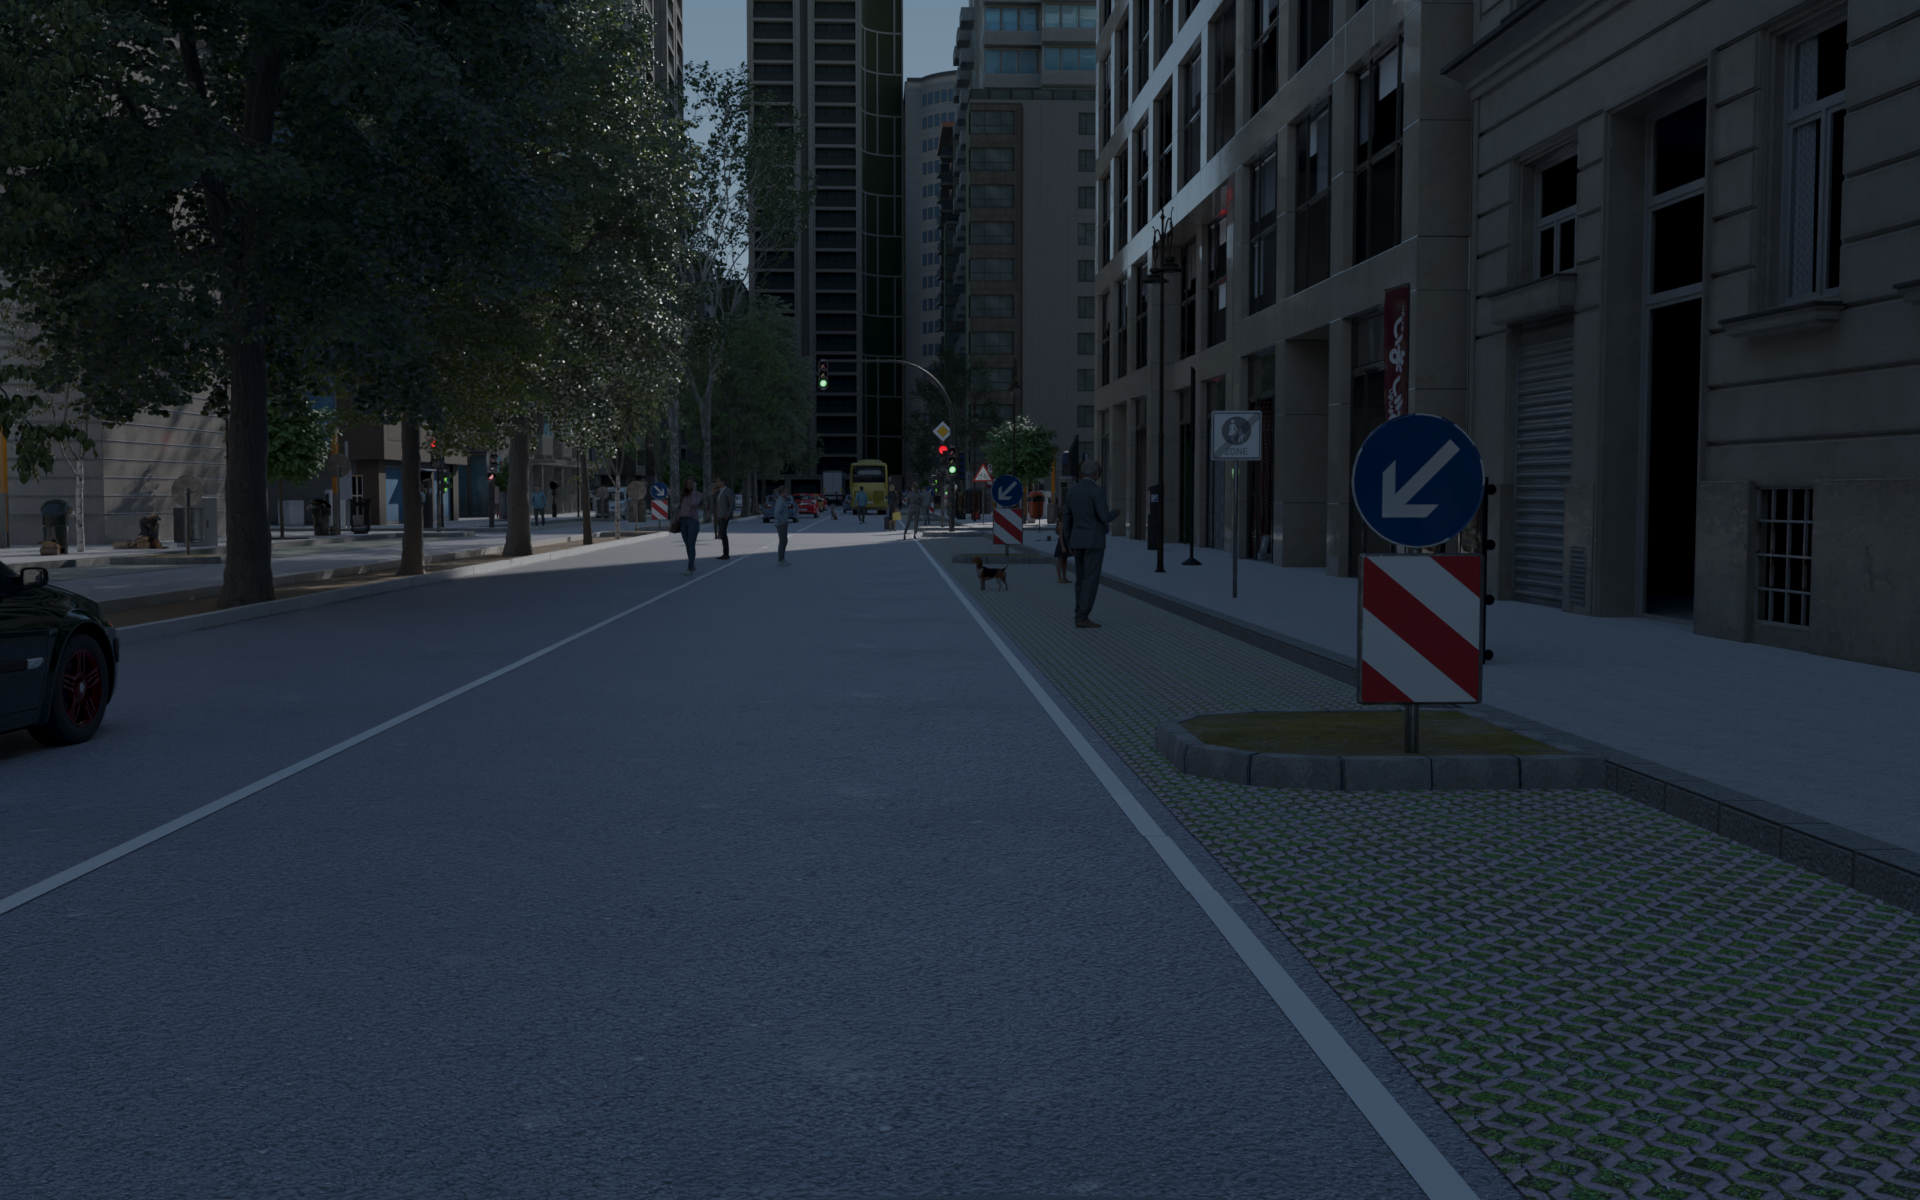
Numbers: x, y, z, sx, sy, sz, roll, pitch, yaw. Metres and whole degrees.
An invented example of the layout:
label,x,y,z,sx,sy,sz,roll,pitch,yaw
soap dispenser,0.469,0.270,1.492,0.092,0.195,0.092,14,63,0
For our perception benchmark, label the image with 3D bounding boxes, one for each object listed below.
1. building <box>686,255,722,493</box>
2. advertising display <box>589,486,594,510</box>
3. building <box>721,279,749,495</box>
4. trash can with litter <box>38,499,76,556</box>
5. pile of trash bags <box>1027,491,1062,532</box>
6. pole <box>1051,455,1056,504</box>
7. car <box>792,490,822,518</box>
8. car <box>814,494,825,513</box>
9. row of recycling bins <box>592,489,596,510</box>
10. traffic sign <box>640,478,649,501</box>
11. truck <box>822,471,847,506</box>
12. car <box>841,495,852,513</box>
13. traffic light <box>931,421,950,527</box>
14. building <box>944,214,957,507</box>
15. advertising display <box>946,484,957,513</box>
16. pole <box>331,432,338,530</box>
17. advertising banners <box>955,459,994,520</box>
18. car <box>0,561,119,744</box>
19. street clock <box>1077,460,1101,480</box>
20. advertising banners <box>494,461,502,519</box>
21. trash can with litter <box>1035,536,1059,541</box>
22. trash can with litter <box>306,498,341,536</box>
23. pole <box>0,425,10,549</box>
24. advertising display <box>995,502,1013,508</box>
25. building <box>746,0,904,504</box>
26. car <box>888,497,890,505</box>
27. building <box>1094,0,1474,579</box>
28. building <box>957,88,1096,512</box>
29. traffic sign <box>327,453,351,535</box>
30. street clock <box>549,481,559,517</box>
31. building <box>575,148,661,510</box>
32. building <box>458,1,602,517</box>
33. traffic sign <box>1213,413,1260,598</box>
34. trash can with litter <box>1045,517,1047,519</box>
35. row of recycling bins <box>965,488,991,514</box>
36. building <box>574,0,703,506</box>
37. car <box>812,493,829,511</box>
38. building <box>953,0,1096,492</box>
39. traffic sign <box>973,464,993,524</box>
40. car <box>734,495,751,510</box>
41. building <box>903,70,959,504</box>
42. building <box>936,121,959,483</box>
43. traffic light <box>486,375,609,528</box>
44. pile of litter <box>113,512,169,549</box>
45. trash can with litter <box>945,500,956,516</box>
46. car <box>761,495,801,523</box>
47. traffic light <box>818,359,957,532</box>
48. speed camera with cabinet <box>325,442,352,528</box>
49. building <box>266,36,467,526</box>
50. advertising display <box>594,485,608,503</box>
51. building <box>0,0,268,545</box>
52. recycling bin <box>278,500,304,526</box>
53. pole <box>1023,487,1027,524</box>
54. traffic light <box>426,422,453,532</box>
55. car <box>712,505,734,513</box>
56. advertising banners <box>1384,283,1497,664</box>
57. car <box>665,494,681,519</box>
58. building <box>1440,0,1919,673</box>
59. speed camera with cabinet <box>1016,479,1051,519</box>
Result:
label,x,y,z,sx,sy,sz,roll,pitch,yaw
building,-36.743,-26.663,207.644,14.107,30.474,14.160,0,4,-3
advertising display,-28.971,-8.017,136.283,0.123,1.923,0.974,3,5,43
building,-35.537,-28.208,232.899,14.107,30.474,14.160,0,4,-3
trash can with litter,-19.048,-1.536,36.500,0.624,1.170,1.055,-1,4,-18
pile of trash bags,3.859,-3.001,58.818,3.447,1.369,1.912,-2,4,-24
pole,4.055,-4.975,75.185,0.158,3.312,0.155,0,3,0
car,-9.417,-5.824,104.259,2.155,1.783,4.494,0,4,-3
car,-11.560,-7.606,134.585,2.015,1.641,3.980,0,4,-1
row of recycling bins,-26.574,-7.645,132.115,3.534,1.692,1.069,2,4,28
traffic sign,-22.333,-7.398,122.149,0.795,2.450,0.064,0,4,-1
truck,-15.431,-13.718,213.202,2.839,4.237,11.283,0,4,-2
car,-8.042,-7.336,131.953,2.014,1.417,4.499,0,4,-4
traffic light,-0.681,-4.769,66.899,0.839,4.253,0.868,0,4,-3
building,5.283,-25.013,180.656,14.160,30.474,14.107,0,4,-3
advertising display,-0.546,-6.718,115.060,0.974,1.923,0.123,-3,5,-39
pole,-19.935,-3.758,55.283,0.158,3.312,0.155,0,3,0
advertising banners,0.765,-5.538,86.740,2.074,3.025,0.090,1,4,16
car,-5.867,0.066,8.709,2.009,1.686,4.222,0,4,-1
street clock,2.744,-1.973,36.821,0.471,2.002,0.358,2,4,33
advertising banners,-24.244,-5.795,90.932,0.090,3.025,2.074,0,4,-1
trash can with litter,3.034,-2.230,47.525,2.233,1.210,1.678,-1,4,-17
trash can with litter,-19.638,-2.575,53.486,0.624,1.170,1.055,1,4,11
pole,-22.439,-2.860,40.598,0.158,3.312,0.155,0,3,0
advertising display,2.237,-5.043,87.674,0.974,1.923,0.123,0,4,3
building,-17.962,-48.816,236.385,20.611,71.187,20.563,0,4,-3
car,-7.947,-12.584,215.334,1.945,1.707,3.694,0,4,-3
building,14.785,-14.377,39.582,19.350,26.468,34.151,0,4,-3
building,7.348,-21.750,127.314,14.160,30.474,14.107,0,4,-3
traffic sign,-19.434,-3.307,54.183,0.768,2.556,0.104,0,4,4
street clock,-22.368,-5.559,95.464,0.471,2.002,0.358,2,4,28
building,-33.462,-22.988,147.550,14.160,30.474,14.107,0,4,-3
building,-35.472,-29.733,105.739,23.786,49.044,30.456,0,4,-3
traffic sign,3.402,-1.177,21.379,0.606,2.300,0.079,0,4,6
trash can with litter,4.653,-4.432,83.857,1.055,1.170,0.624,0,4,-5
row of recycling bins,1.113,-6.442,112.438,1.069,1.692,3.534,-1,4,-16
building,-38.003,-45.681,185.144,20.563,71.187,20.611,0,4,-3
car,-12.337,-8.526,148.441,2.155,1.783,4.494,0,4,-1
building,10.795,-32.934,158.084,23.786,49.044,30.456,0,4,-3
traffic sign,0.983,-4.497,73.527,0.884,2.594,0.081,0,3,0
car,-19.348,-8.610,153.140,2.083,1.381,4.827,0,4,-2
building,6.494,-42.531,237.382,28.212,58.520,21.231,0,4,-3
building,8.465,-33.469,201.841,22.147,44.769,28.867,0,4,-3
traffic light,-15.787,-5.599,66.206,4.771,5.953,1.251,0,4,-3
pile of litter,-19.242,-1.632,40.645,1.176,0.858,1.719,-2,4,-34
trash can with litter,-0.334,-5.446,100.426,1.055,1.170,0.624,0,4,3
car,-9.033,-4.610,87.368,2.014,1.417,4.499,0,4,-4
traffic light,-2.388,-5.139,58.683,4.771,5.953,1.251,0,4,-3
speed camera with cabinet,-23.605,-4.365,65.707,0.660,3.252,2.038,-2,4,-32
building,-30.561,-26.033,75.745,14.600,45.320,14.200,0,4,-3
advertising display,-26.552,-7.543,128.544,0.974,1.923,0.123,2,4,24
building,-33.317,-12.625,48.212,24.055,21.916,13.314,0,4,-3
recycling bin,-26.810,-3.478,69.412,0.722,1.027,0.722,2,4,25
pole,2.742,-4.886,73.731,0.158,3.312,0.155,0,3,0
traffic light,-17.494,-4.231,58.096,0.839,4.253,0.868,0,4,-3
car,-17.762,-7.116,128.353,2.014,1.417,4.499,0,4,-2
advertising banners,3.796,-1.083,13.893,0.090,3.025,2.074,-1,4,-9
car,-15.688,-5.311,96.625,2.009,1.686,4.222,0,4,-5
building,14.337,-10.661,7.587,16.112,22.955,30.059,0,4,-3
speed camera with cabinet,3.973,-5.854,90.055,0.660,3.252,2.038,-3,4,-39
